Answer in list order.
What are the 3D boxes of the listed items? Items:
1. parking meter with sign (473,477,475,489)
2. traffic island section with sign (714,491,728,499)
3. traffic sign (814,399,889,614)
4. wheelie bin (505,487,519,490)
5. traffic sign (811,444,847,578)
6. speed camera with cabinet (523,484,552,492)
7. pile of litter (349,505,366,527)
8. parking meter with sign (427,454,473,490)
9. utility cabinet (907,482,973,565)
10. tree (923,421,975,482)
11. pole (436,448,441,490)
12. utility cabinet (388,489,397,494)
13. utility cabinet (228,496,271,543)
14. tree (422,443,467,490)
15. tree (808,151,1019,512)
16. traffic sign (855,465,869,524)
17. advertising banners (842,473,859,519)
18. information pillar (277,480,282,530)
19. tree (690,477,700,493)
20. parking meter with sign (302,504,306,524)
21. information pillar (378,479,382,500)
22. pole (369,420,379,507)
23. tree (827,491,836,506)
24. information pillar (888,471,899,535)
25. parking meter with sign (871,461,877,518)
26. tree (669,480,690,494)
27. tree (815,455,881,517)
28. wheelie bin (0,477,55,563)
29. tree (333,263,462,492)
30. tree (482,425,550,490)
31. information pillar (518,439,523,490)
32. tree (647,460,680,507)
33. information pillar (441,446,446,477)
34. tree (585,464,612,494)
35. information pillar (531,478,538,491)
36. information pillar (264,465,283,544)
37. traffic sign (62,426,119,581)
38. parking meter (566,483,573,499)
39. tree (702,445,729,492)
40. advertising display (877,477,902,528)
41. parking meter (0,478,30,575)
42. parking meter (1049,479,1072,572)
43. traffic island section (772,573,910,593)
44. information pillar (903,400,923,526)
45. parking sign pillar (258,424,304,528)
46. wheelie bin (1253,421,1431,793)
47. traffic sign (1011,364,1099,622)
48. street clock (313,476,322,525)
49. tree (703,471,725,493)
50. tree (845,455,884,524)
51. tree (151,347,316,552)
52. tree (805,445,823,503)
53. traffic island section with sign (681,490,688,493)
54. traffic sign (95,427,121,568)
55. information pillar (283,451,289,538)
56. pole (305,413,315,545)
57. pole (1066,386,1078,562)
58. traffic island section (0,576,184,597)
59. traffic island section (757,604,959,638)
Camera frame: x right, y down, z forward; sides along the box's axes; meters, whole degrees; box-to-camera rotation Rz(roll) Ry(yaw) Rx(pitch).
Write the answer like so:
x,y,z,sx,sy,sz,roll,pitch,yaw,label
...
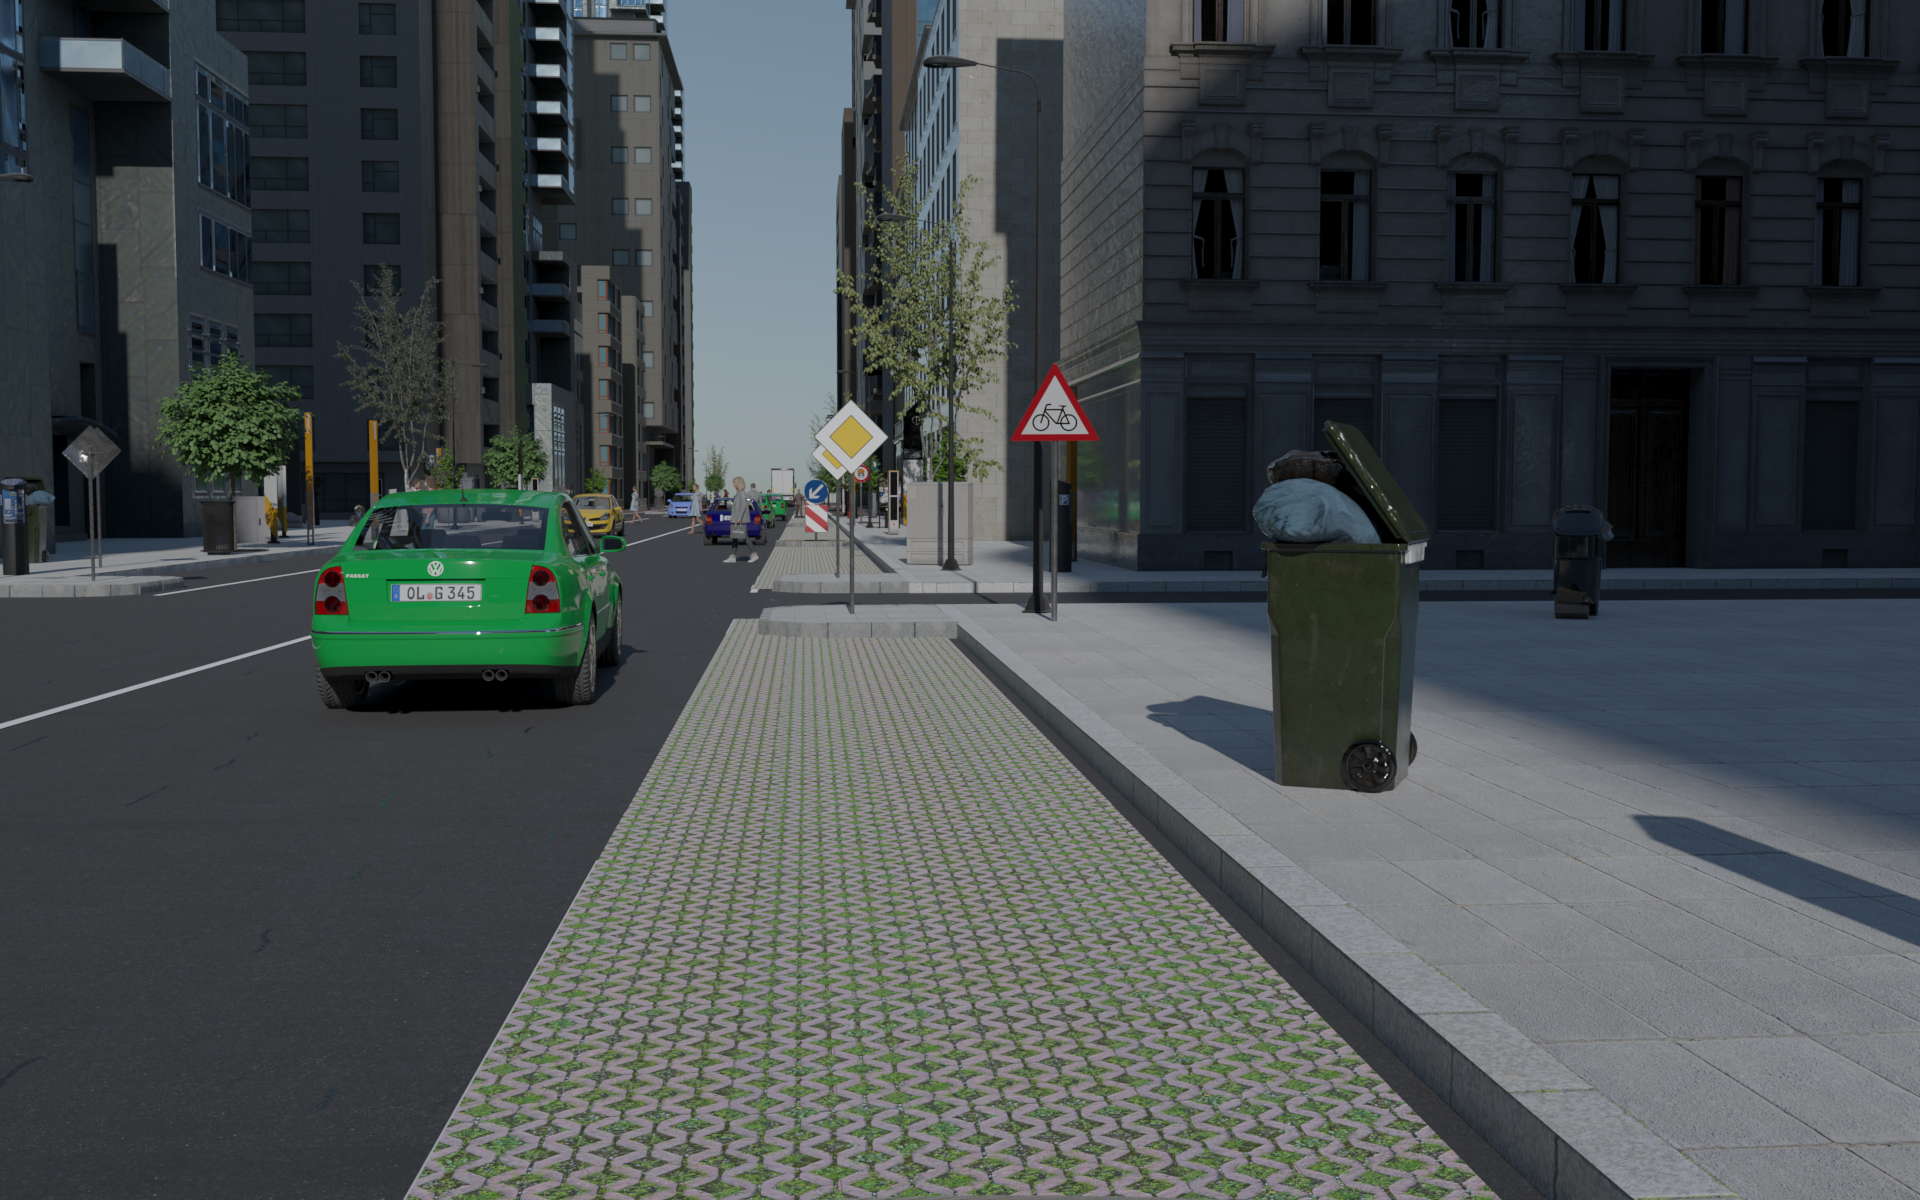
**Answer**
x,y,z,sx,sy,sz,roll,pitch,yaw,label
-22.513,-5.058,78.951,1.738,3.016,0.543,0,4,-2,parking meter with sign
-29.020,-12.118,206.757,1.989,1.847,2.006,0,4,-5,traffic island section with sign
-1.158,-0.907,18.469,0.795,2.450,0.064,0,4,-5,traffic sign
-20.450,-4.368,79.324,0.980,1.594,0.693,0,4,-3,wheelie bin
-1.869,-1.393,26.423,0.795,2.450,0.064,0,4,-5,traffic sign
-21.647,-5.824,89.563,0.660,3.252,2.038,3,4,36,speed camera with cabinet
-23.560,-3.350,68.746,1.176,0.858,1.719,2,4,26,pile of litter
-22.377,-4.867,75.835,1.738,3.016,0.543,1,4,12,parking meter with sign
-0.367,-1.384,31.308,1.173,1.500,0.318,1,4,19,utility cabinet
-0.298,-3.117,45.564,1.663,3.219,1.824,0,3,0,tree
-23.147,-5.086,77.001,0.158,3.312,0.155,0,3,0,pole
-25.063,-4.144,76.435,0.318,1.500,1.173,-1,4,-22,utility cabinet
-18.656,-2.101,45.519,0.306,1.237,1.020,3,4,37,utility cabinet
-19.795,-4.398,66.503,1.663,3.219,1.824,0,3,0,tree
-0.635,-5.316,37.277,4.737,8.622,4.395,0,3,0,tree
-4.249,-4.547,74.448,0.768,2.556,0.104,0,4,-2,traffic sign
-5.722,-5.727,89.821,0.090,3.025,2.074,-2,4,-27,advertising banners
-24.482,-3.531,62.226,0.304,2.012,0.304,-3,5,-40,information pillar
-29.776,-12.178,193.709,1.663,3.219,1.824,0,3,0,tree
-29.084,-4.822,75.107,1.738,3.016,0.543,2,4,31,parking meter with sign
-28.241,-4.874,84.175,0.304,2.012,0.304,-1,4,-22,information pillar
-16.247,-3.315,48.037,0.158,3.312,0.155,0,3,0,pole
-14.057,-11.959,190.122,1.663,3.219,1.824,0,3,0,tree
-2.097,-3.053,54.411,0.304,2.012,0.304,-1,4,-10,information pillar
-4.642,-5.876,92.335,0.543,3.016,1.738,0,3,0,parking meter with sign
-28.115,-10.833,171.724,1.663,3.219,1.824,0,3,0,tree
-6.128,-6.991,98.015,4.285,4.588,4.351,0,3,0,tree
-17.328,-1.483,32.156,0.980,1.594,0.693,-1,4,-13,wheelie bin
-17.592,-6.395,54.914,4.360,8.622,3.978,0,3,0,tree
-21.105,-6.047,82.576,4.285,4.588,4.351,0,3,0,tree
-18.566,-5.008,73.239,0.183,3.616,0.504,0,4,-1,information pillar
-28.756,-11.265,167.897,4.285,4.588,4.351,0,3,0,tree
-25.176,-5.719,84.868,0.504,3.616,0.183,2,4,24,information pillar
-23.129,-7.070,110.191,1.663,3.219,1.824,0,3,0,tree
-19.643,-4.622,80.057,0.304,2.012,0.304,-1,4,-16,information pillar
-17.887,-3.277,44.932,0.504,3.616,0.183,3,4,38,information pillar
-12.772,-1.335,25.471,0.795,2.450,0.064,0,4,-5,traffic sign
-20.524,-5.222,91.090,0.255,1.863,0.399,1,4,15,parking meter
-35.377,-18.434,251.752,4.737,8.622,4.395,0,3,0,tree
-2.638,-3.645,64.817,0.974,1.923,0.123,-2,4,-31,advertising display
-14.978,-1.164,27.443,0.372,1.533,0.369,0,3,0,parking meter
1.652,-1.226,28.457,0.372,1.533,0.369,0,3,0,parking meter
-1.846,-0.258,26.502,2.009,0.180,2.903,0,4,-5,traffic island section
-1.126,-3.105,42.124,0.504,3.616,0.183,0,4,5,information pillar
-25.759,-4.733,65.851,1.447,3.967,1.447,-1,4,-18,parking sign pillar
1.690,0.013,7.698,0.693,1.594,0.980,1,4,23,wheelie bin
0.948,-1.063,17.382,0.884,2.594,0.081,0,4,0,traffic sign
-26.329,-4.052,70.815,0.358,2.002,0.471,1,4,16,street clock
-34.110,-15.670,239.925,4.285,4.588,4.351,0,3,0,tree
-3.971,-4.974,75.929,1.663,3.219,1.824,0,3,0,tree
-16.230,-3.372,38.847,4.285,4.588,4.351,0,3,0,tree
-20.441,-18.578,254.105,4.360,8.622,3.978,0,3,0,tree
-24.129,-8.772,152.042,1.989,1.847,2.006,0,4,-5,traffic island section with sign
-14.953,-1.766,30.064,0.795,2.450,0.064,0,4,-1,traffic sign
-19.947,-3.644,50.935,0.183,3.616,0.504,-3,5,-40,information pillar
-16.302,-3.032,43.414,0.158,3.312,0.155,0,3,0,pole
2.119,-2.384,32.820,0.158,3.312,0.155,0,3,0,pole
-12.795,-0.199,25.531,2.009,0.180,2.903,0,4,-5,traffic island section
-1.135,0.228,18.548,2.009,0.180,2.903,0,4,-5,traffic island section
